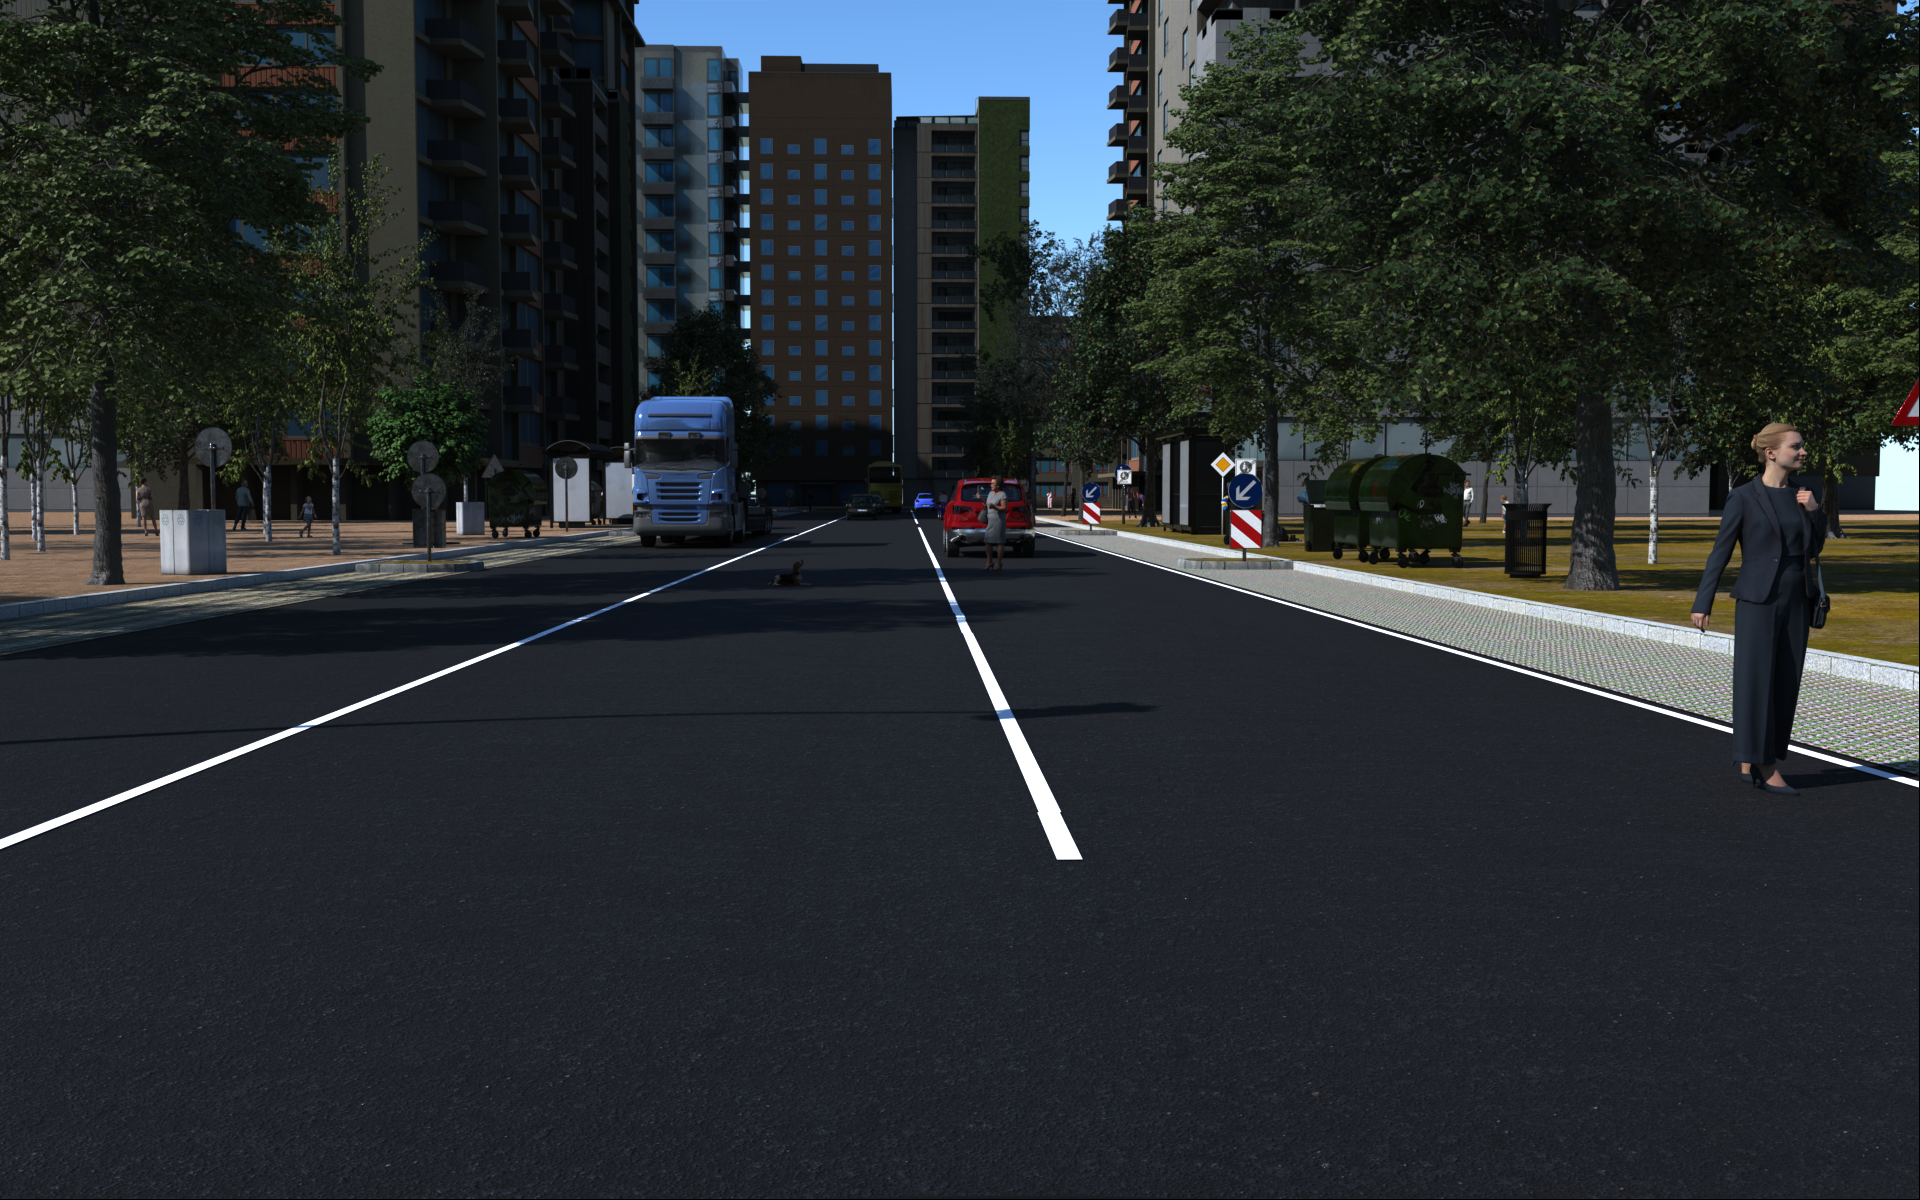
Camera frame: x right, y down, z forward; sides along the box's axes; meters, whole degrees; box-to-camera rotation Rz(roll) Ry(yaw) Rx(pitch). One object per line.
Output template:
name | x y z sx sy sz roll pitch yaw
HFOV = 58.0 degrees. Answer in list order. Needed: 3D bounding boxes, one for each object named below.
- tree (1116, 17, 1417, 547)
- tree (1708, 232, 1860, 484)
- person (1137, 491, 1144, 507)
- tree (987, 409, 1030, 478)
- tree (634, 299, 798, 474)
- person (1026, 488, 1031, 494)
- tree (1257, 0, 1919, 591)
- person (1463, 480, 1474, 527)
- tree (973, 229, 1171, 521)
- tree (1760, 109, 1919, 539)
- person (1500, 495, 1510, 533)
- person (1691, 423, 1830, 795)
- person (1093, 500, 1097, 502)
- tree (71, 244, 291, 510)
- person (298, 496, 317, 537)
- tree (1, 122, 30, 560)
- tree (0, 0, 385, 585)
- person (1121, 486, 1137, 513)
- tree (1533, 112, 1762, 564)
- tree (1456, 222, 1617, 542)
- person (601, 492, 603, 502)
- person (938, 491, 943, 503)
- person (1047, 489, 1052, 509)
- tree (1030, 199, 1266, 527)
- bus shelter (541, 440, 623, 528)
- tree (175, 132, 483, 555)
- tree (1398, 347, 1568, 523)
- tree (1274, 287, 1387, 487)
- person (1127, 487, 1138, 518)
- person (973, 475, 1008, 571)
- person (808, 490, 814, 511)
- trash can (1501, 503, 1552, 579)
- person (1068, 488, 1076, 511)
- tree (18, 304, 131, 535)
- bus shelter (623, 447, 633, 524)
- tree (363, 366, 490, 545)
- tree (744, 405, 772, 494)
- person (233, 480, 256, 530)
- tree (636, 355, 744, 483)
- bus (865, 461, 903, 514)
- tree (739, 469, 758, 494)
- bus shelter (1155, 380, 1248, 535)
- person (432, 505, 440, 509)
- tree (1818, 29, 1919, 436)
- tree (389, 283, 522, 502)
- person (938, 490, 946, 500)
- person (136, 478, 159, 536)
tree | 7.302 -7.599 42.363 7.486 12.596 7.792 0 3 0
tree | 19.990 -5.594 41.827 4.737 8.622 4.395 0 3 0
person | 10.298 -5.414 97.792 0.697 1.427 0.421 -1 4 -14
tree | 4.100 -12.223 150.211 4.737 8.622 4.395 0 3 0
tree | -14.752 -11.330 102.251 9.611 12.733 9.660 0 3 0
person | 4.984 -7.344 126.675 0.990 1.755 0.434 -3 4 -39
tree | 8.421 -7.105 22.824 9.857 13.997 8.962 0 3 0
person | 19.985 -3.809 68.416 0.679 1.850 0.850 3 4 38
tree | 5.731 -10.444 81.128 12.009 13.543 11.850 0 3 0
tree | 25.323 -8.148 50.222 9.611 12.733 9.660 0 3 0
person | 17.812 -2.800 56.500 0.352 1.250 0.332 1 4 11
person | 3.883 0.032 8.405 0.576 1.772 0.534 -2 4 -30
person | 9.212 -6.864 119.207 0.436 1.711 0.756 3 4 36
tree | -34.440 -9.774 76.816 9.611 12.733 9.660 0 3 0
person | -19.308 -2.462 51.305 0.382 1.210 0.505 2 4 27
tree | -18.806 -5.081 33.438 4.737 8.622 4.395 0 3 0
tree | -12.276 -6.513 24.617 7.486 12.596 7.792 0 3 0
person | 11.780 -6.950 119.653 1.348 1.826 0.705 1 4 21
tree | 12.560 -4.966 31.558 4.360 8.622 3.978 0 3 0
tree | 15.088 -5.847 45.958 4.737 8.622 4.395 0 3 0
person | -18.057 -4.985 88.490 0.756 1.711 0.436 -1 4 -22
person | -1.759 -9.141 158.755 0.445 1.727 0.742 0 4 2
person | 7.639 -8.618 147.623 0.551 1.740 0.621 1 4 19
tree | 7.554 -9.211 67.611 9.611 12.733 9.660 0 3 0
bus shelter | -14.692 -4.494 67.408 2.014 3.302 5.546 0 4 -2
tree | -12.963 -5.254 36.272 4.737 8.622 4.395 0 3 0
tree | 23.279 -8.672 76.205 8.767 10.594 7.601 -1 4 -17
tree | 12.807 -6.611 58.458 4.360 8.622 3.978 0 3 0
person | 9.107 -5.132 91.428 0.593 1.643 0.415 -1 4 -14
person | 0.550 -1.442 32.433 0.532 1.782 0.716 -3 5 -41
person | -12.462 -8.327 145.166 0.721 1.766 1.217 1 4 13
trash can | 8.653 -0.907 26.489 0.748 1.137 0.748 0 3 0
person | 8.532 -7.632 131.554 0.721 1.743 1.217 2 4 27
tree | -27.766 -6.344 54.088 4.360 8.622 3.978 0 3 0
bus shelter | -14.501 -5.022 76.036 2.014 3.302 5.546 0 4 -2
tree | -13.630 -3.720 44.544 4.285 4.588 4.351 0 3 0
tree | -15.796 -10.868 128.060 4.737 8.622 4.395 0 3 0
person | -25.168 -3.328 60.946 0.782 1.767 0.515 1 4 17
tree | -14.793 -8.639 91.618 4.737 8.622 4.395 0 3 0
bus | -5.676 -8.441 129.562 2.896 3.916 12.252 0 4 -3
tree | -16.293 -8.433 132.480 1.663 3.219 1.824 0 3 0
bus shelter | 7.906 -4.947 58.513 2.179 5.291 8.768 0 4 -2
person | -21.719 -4.003 71.470 0.580 1.828 0.573 3 4 36
tree | 20.862 -7.035 33.156 7.486 12.596 7.792 0 3 0
tree | -17.303 -6.682 59.608 4.360 8.622 3.978 0 3 0
person | -1.371 -8.034 140.383 0.721 1.766 1.217 -3 5 -43
person | -24.782 -2.840 52.816 0.599 1.781 0.374 -1 4 -20
